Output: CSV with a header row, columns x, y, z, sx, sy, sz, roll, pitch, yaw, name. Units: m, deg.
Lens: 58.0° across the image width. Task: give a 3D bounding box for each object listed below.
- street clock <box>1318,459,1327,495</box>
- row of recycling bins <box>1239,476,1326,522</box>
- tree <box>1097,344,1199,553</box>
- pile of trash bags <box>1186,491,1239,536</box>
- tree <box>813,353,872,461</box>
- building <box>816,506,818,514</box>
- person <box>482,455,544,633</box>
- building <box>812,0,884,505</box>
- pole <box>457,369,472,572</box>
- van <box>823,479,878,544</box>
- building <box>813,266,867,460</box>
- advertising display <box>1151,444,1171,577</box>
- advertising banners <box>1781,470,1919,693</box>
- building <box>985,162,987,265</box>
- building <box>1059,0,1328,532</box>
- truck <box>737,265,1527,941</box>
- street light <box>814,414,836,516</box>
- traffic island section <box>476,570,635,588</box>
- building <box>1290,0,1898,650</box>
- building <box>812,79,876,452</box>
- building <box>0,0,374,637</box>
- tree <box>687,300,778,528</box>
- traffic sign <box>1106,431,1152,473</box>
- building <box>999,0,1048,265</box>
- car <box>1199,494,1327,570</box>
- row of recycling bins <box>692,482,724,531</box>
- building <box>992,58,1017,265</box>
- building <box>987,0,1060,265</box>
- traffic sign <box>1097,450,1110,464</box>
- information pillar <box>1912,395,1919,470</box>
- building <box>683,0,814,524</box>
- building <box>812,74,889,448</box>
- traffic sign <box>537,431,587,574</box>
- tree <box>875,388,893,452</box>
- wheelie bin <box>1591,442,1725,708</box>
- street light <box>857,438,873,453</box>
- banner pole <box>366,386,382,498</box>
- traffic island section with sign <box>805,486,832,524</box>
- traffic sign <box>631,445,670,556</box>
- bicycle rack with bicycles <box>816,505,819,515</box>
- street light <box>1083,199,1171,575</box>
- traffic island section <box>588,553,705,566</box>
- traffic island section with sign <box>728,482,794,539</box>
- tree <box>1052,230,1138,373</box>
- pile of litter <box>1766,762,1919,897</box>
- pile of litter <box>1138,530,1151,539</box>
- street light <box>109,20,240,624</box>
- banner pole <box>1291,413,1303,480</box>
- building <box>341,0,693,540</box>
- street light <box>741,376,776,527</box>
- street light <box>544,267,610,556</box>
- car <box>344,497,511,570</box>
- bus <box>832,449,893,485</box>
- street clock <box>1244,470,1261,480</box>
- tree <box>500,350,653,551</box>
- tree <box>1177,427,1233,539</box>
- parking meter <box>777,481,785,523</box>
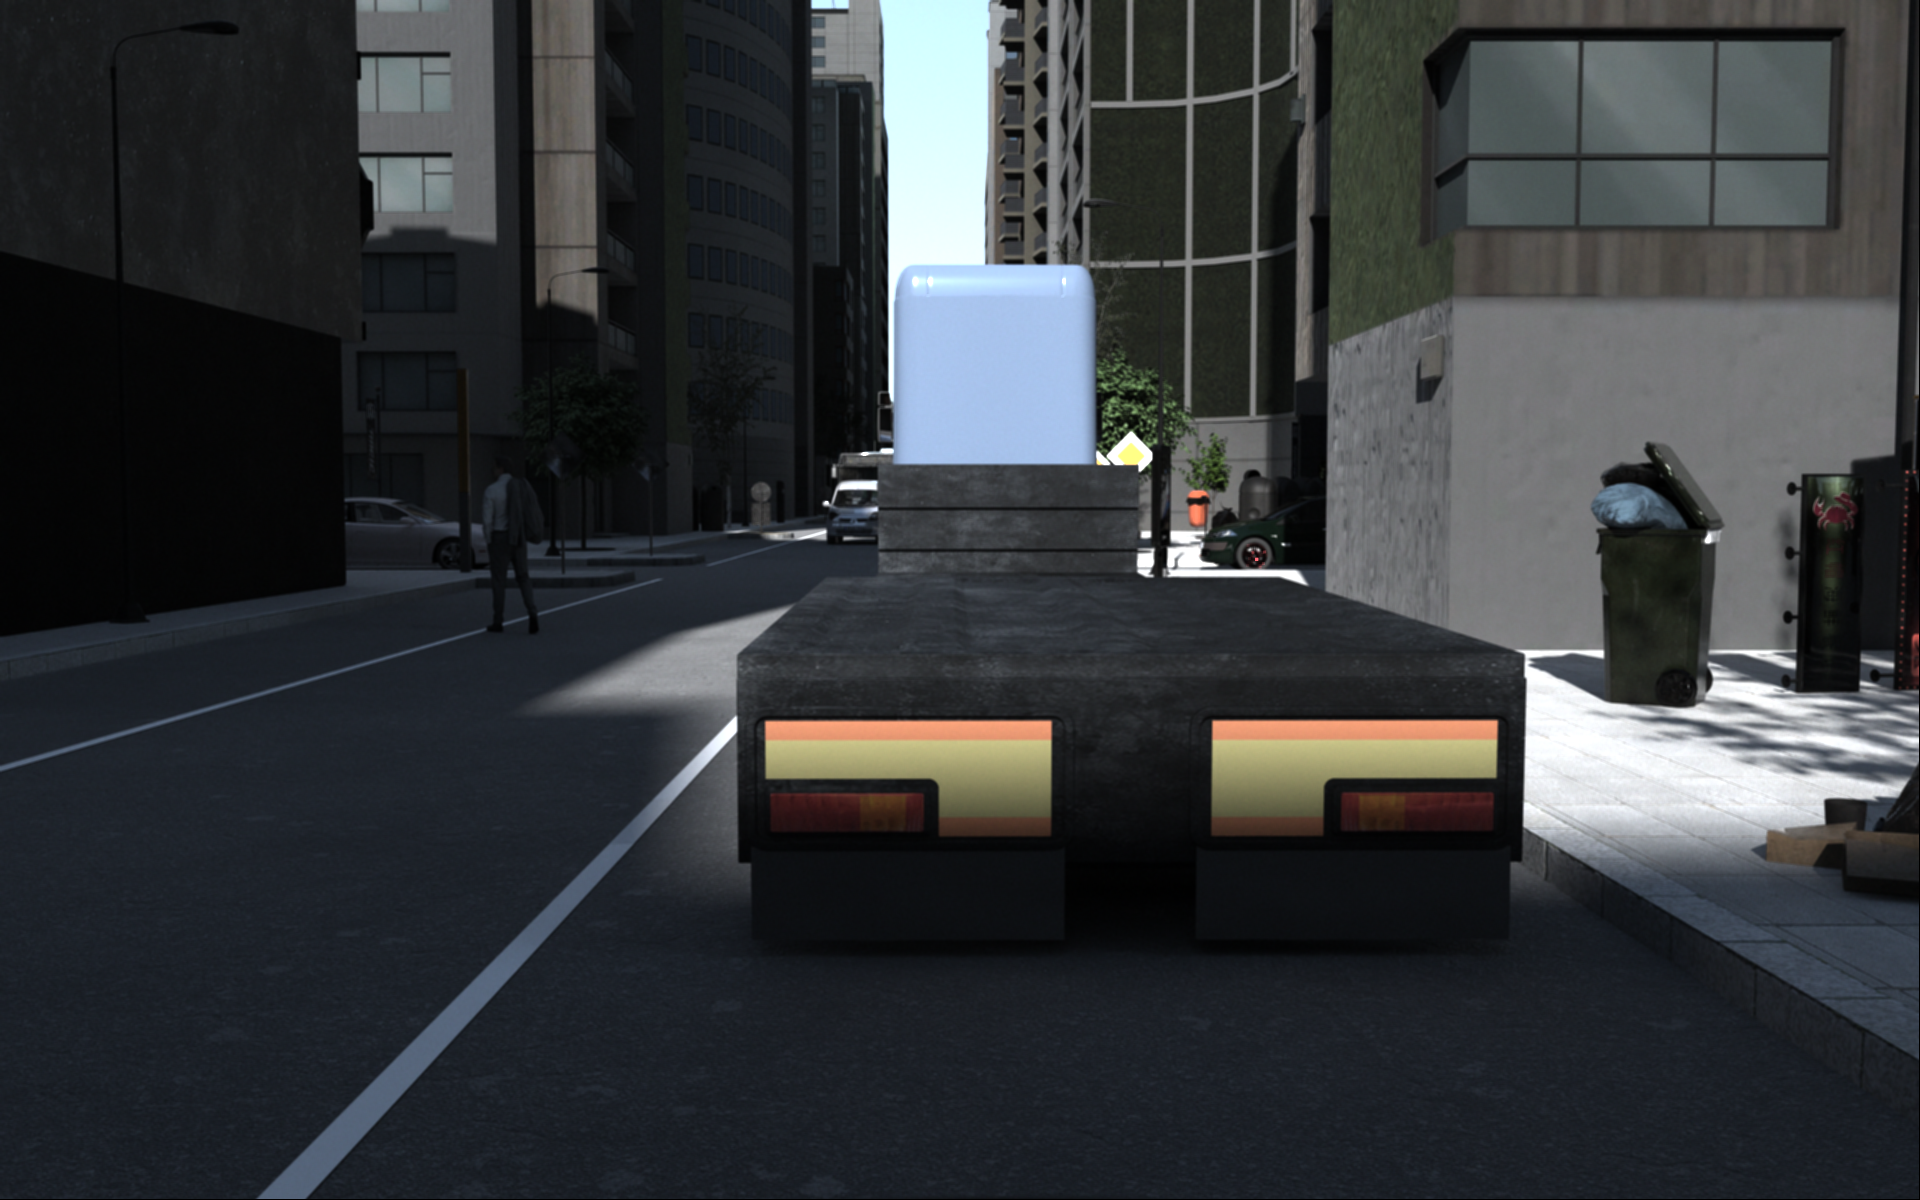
x,y,z,sx,sy,sz,roll,pitch,yaw,name
7.586,-1.903,35.681,0.358,2.002,0.471,-1,4,-22,street clock
7.848,-2.081,41.140,1.069,1.692,3.534,3,5,42,row of recycling bins
3.552,-3.322,38.024,4.285,4.588,4.351,0,3,0,tree
7.155,-2.135,44.663,3.447,1.369,1.912,-3,4,-38,pile of trash bags
-9.595,-10.538,106.710,8.767,10.594,7.601,0,4,-7,tree
-18.899,-41.681,119.728,20.563,71.187,20.611,0,3,0,building
-4.612,-0.568,17.882,0.679,1.850,0.850,-3,5,-43,person
-19.325,-49.984,255.484,20.563,71.187,20.611,0,3,0,building
-8.106,-2.109,28.324,0.158,3.312,0.155,0,3,0,pole
-2.965,-2.675,50.745,2.013,2.044,4.112,0,4,1,van
-22.447,-18.404,145.947,27.650,21.520,28.899,0,3,0,building
2.656,-1.080,22.879,0.123,1.923,0.974,1,4,15,advertising display
6.322,-0.923,11.281,2.074,3.025,0.090,-1,4,-13,advertising banners
14.133,-37.338,234.181,21.300,48.544,21.600,0,3,0,building
12.231,-38.171,62.346,20.563,71.187,20.611,0,3,0,building
0.457,-1.517,14.568,2.967,4.110,18.799,0,4,0,truck
-7.927,-7.845,100.802,1.470,5.913,1.316,0,3,0,street light
-6.388,-0.338,27.799,2.009,0.180,2.903,0,3,0,traffic island section
11.015,-15.196,20.151,14.160,30.474,14.107,0,3,0,building
-15.492,-29.554,166.809,14.154,41.232,14.086,0,3,0,building
-16.958,-9.242,18.566,16.811,18.784,16.820,0,3,0,building
-8.908,-6.999,64.796,4.360,8.622,3.978,0,3,0,tree
2.730,-1.473,27.733,0.795,2.450,0.064,0,3,0,traffic sign
14.069,-28.974,128.352,22.147,44.769,28.867,0,3,0,building
6.567,-1.367,32.143,4.222,1.686,2.009,0,4,1,car
-9.920,-3.235,60.010,3.534,1.692,1.069,0,4,4,row of recycling bins
10.315,-32.367,179.318,14.600,45.320,14.200,0,3,0,building
13.783,-40.770,208.594,21.231,58.520,28.212,0,3,0,building
2.716,-1.962,35.718,0.795,2.450,0.064,0,3,0,traffic sign
7.284,-0.511,12.852,0.304,2.012,0.304,-2,4,-23,information pillar
-18.946,-33.206,84.923,21.231,58.520,28.212,0,3,0,building
-19.480,-35.520,204.456,21.300,48.544,21.600,0,3,0,building
-6.364,-1.474,27.738,0.795,2.450,0.064,0,3,0,traffic sign
-9.314,-16.531,187.290,9.611,12.733,9.660,0,3,0,tree
4.285,-0.169,10.677,0.693,1.594,0.980,2,4,31,wheelie bin
-7.999,-10.526,144.647,1.470,5.913,1.316,0,3,0,street light
-13.530,-3.060,40.051,0.401,3.779,0.863,0,4,7,banner pole
-6.501,-4.629,84.309,1.989,1.847,2.006,0,3,0,traffic island section with sign
-6.378,-1.962,35.723,0.795,2.450,0.064,0,3,0,traffic sign
-9.522,-5.534,103.857,2.852,0.926,2.925,3,5,42,bicycle rack with bicycles
2.638,-3.358,27.439,1.470,5.913,1.316,0,3,0,street light
-6.401,-0.826,35.784,2.009,0.180,2.903,0,3,0,traffic island section
-6.444,-2.916,56.309,1.989,1.847,2.006,0,3,0,traffic island section with sign
3.111,-6.010,48.627,4.360,8.622,3.978,0,3,0,tree
3.396,0.513,5.576,1.176,0.858,1.719,0,4,-7,pile of litter
4.663,-2.160,49.289,1.719,0.858,1.176,1,4,14,pile of litter
-7.764,-2.727,17.136,1.470,5.913,1.316,0,3,0,street light
10.377,-3.874,53.354,0.401,3.779,0.863,2,4,35,banner pole
-16.034,-22.436,50.416,14.154,41.232,14.086,0,3,0,building
-7.949,-5.861,68.369,1.470,5.913,1.316,0,3,0,street light
-7.867,-3.856,35.590,1.470,5.913,1.316,0,3,0,street light
-10.765,-1.236,32.575,4.827,1.381,2.083,0,4,-2,car
-3.285,-4.638,70.685,2.948,3.499,13.247,0,4,0,bus
8.709,-2.879,51.648,0.471,2.002,0.358,-1,4,-22,street clock
-8.699,-3.412,39.506,4.285,4.588,4.351,0,3,0,tree
7.365,-3.381,49.874,1.663,3.219,1.824,0,3,0,tree
-7.975,-4.360,77.004,0.255,1.863,0.399,1,4,13,parking meter
